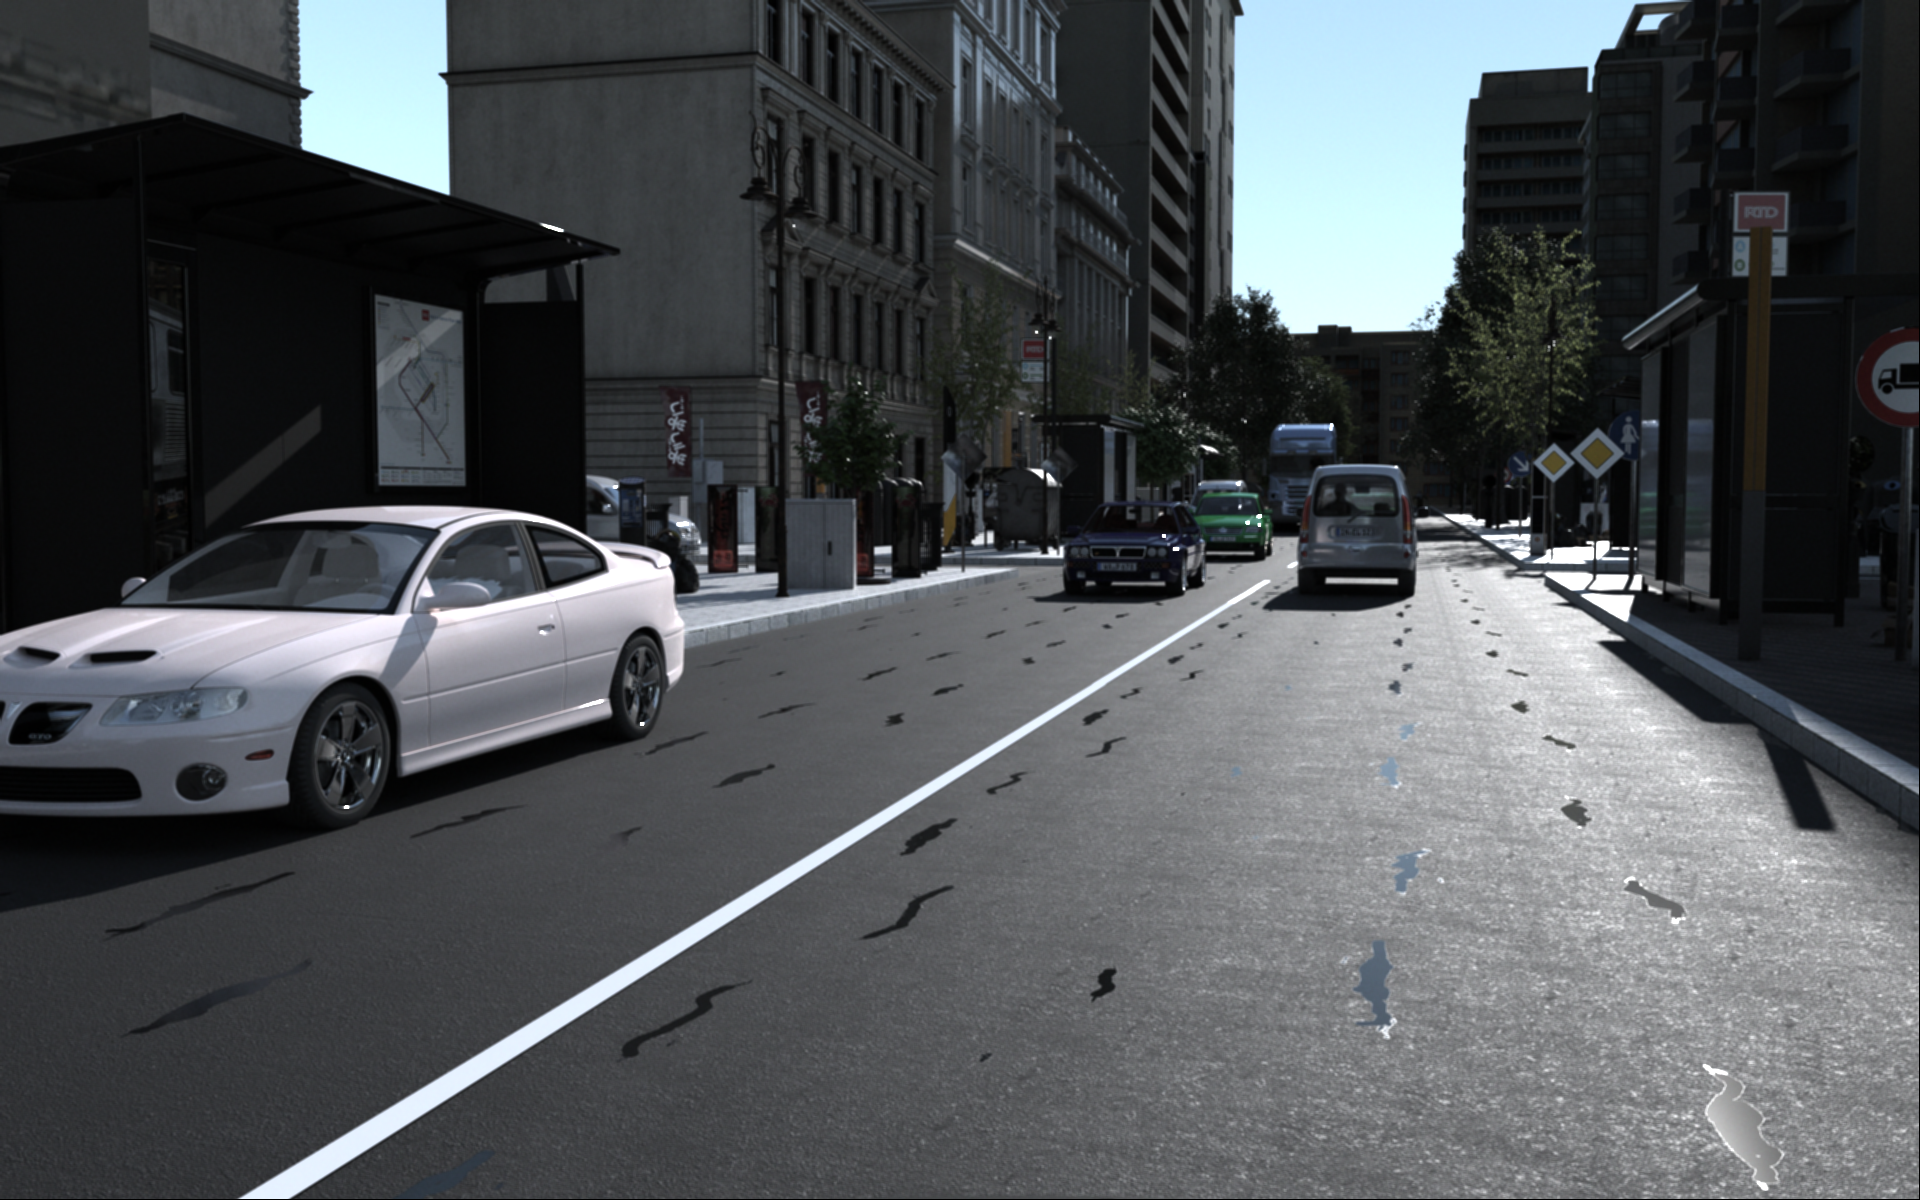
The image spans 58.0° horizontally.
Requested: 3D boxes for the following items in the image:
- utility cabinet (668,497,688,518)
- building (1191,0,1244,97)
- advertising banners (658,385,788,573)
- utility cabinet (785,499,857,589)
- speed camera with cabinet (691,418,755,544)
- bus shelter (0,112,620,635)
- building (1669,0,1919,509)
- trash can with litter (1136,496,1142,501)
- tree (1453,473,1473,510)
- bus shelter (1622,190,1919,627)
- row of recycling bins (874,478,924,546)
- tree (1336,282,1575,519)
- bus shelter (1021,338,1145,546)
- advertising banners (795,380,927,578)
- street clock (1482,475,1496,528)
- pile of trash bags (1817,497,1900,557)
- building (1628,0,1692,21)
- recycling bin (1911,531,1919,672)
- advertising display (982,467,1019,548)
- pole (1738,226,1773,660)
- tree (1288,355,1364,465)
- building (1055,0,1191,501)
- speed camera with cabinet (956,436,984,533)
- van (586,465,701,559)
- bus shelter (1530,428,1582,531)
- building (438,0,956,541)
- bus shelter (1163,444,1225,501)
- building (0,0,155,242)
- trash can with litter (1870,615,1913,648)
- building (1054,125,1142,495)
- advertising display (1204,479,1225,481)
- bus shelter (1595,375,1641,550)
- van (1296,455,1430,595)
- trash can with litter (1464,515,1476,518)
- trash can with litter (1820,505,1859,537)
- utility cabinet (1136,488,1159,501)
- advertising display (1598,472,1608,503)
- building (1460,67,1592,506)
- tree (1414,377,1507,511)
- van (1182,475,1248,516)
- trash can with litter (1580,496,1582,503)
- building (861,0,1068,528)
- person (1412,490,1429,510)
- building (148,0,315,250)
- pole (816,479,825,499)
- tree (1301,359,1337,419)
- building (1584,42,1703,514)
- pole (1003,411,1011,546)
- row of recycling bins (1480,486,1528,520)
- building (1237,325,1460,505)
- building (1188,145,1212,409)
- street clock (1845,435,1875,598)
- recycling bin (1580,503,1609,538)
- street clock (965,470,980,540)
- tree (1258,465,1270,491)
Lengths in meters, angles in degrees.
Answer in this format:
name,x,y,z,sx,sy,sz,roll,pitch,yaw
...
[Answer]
name,x,y,z,sx,sy,sz,roll,pitch,yaw
utility cabinet,-6.941,-1.926,42.650,0.306,1.237,1.020,0,4,2
building,11.858,-35.299,166.380,27.495,52.752,28.713,1,4,14
advertising banners,-3.832,-1.954,28.139,2.074,3.025,0.090,-1,4,-12
utility cabinet,-1.929,-0.754,23.492,1.020,1.237,0.306,0,4,7
speed camera with cabinet,-6.099,-3.090,44.863,2.038,3.252,0.660,3,5,42
bus shelter,-4.849,-1.386,13.937,1.731,3.624,6.357,1,4,14
building,44.725,-25.876,77.693,22.147,44.769,28.867,1,4,14
trash can with litter,7.205,-3.793,73.072,1.678,1.210,2.233,1,4,11
tree,41.565,-9.049,142.546,1.663,3.219,1.824,0,3,0
bus shelter,9.268,-2.638,20.759,2.179,5.291,8.768,1,4,14
row of recycling bins,-1.798,-2.251,43.911,1.069,1.692,3.534,1,4,21
tree,27.249,-10.991,90.071,12.009,13.543,11.850,0,3,0
bus shelter,3.287,-4.246,47.055,2.179,5.291,8.768,1,4,15
advertising banners,-1.533,-1.862,26.624,2.074,3.025,0.090,1,4,11
street clock,19.994,-3.725,65.476,0.471,2.002,0.358,-1,4,-15
pile of trash bags,19.295,-1.570,35.426,3.447,1.369,1.912,2,4,24
building,62.247,-26.835,130.636,32.217,40.220,23.993,1,4,14
recycling bin,7.389,0.002,12.518,0.722,1.027,0.722,-3,5,-45
advertising display,0.993,-2.224,41.572,0.974,1.923,0.123,2,4,29
pole,6.131,-1.193,13.349,0.158,3.312,0.155,0,3,0
tree,29.085,-13.683,141.842,7.486,12.596,7.792,0,3,0
building,4.584,-30.640,124.673,21.300,48.544,21.600,1,4,14
speed camera with cabinet,0.279,-3.924,58.492,0.660,3.252,2.038,-1,4,-15
van,-7.252,-1.693,34.689,4.112,2.044,2.013,1,4,14
bus shelter,21.726,-4.430,63.713,1.731,3.624,6.357,1,4,14
building,-7.672,-11.717,56.196,10.561,19.102,19.286,1,4,14
bus shelter,9.097,-4.534,68.049,2.014,3.302,5.546,1,4,14
building,-23.392,-23.863,13.859,21.600,48.544,21.300,1,4,14
trash can with litter,8.146,-0.180,14.327,1.055,1.170,0.624,3,5,39
building,1.831,-15.650,97.673,13.314,21.916,24.055,1,4,14
advertising display,10.520,-4.080,71.930,0.974,1.923,0.123,0,4,-6
bus shelter,14.761,-2.796,37.004,1.731,3.624,6.357,1,4,15
van,6.037,-1.167,26.097,2.013,2.044,4.112,1,4,15
trash can with litter,28.302,-5.037,93.413,1.678,1.210,2.233,-3,4,-38
trash can with litter,12.516,-0.826,24.890,0.624,1.170,1.055,1,4,19
utility cabinet,6.574,-3.292,62.500,1.173,1.500,0.318,1,4,23
advertising display,18.856,-2.797,50.939,0.123,1.923,0.974,2,4,34
building,69.291,-35.291,200.709,21.600,48.544,21.300,1,4,14
tree,39.579,-12.812,135.234,9.928,11.665,9.643,0,3,0
van,7.578,-2.672,50.705,2.013,2.044,4.112,1,4,15
trash can with litter,35.742,-5.378,98.992,2.233,1.210,1.678,-1,4,-10
building,-3.825,-17.695,75.221,13.634,28.700,20.117,1,4,14
person,33.453,-7.133,125.855,1.217,1.736,0.721,0,4,-4
building,-33.084,-14.010,57.945,19.941,23.489,11.050,1,4,14
pole,-3.207,-2.812,39.814,0.158,3.312,0.155,0,3,0
tree,32.213,-14.893,153.868,12.009,13.543,11.850,0,3,0
building,48.744,-20.968,114.527,14.160,30.474,14.107,1,4,14
pole,1.156,-2.974,42.474,0.158,3.312,0.155,0,3,0
row of recycling bins,27.388,-4.905,87.310,1.069,1.692,3.534,-1,4,-15
building,45.954,-22.452,212.124,28.899,21.520,27.650,1,4,14
building,12.686,-22.629,141.691,14.160,30.474,14.107,1,4,14
street clock,11.022,-1.032,21.441,0.471,2.002,0.358,-1,4,-12
recycling bin,17.998,-2.237,49.133,0.722,1.027,0.722,2,4,24
street clock,0.302,-2.708,48.853,0.471,2.002,0.358,2,4,32
tree,21.418,-8.203,117.826,4.285,4.588,4.351,0,3,0
